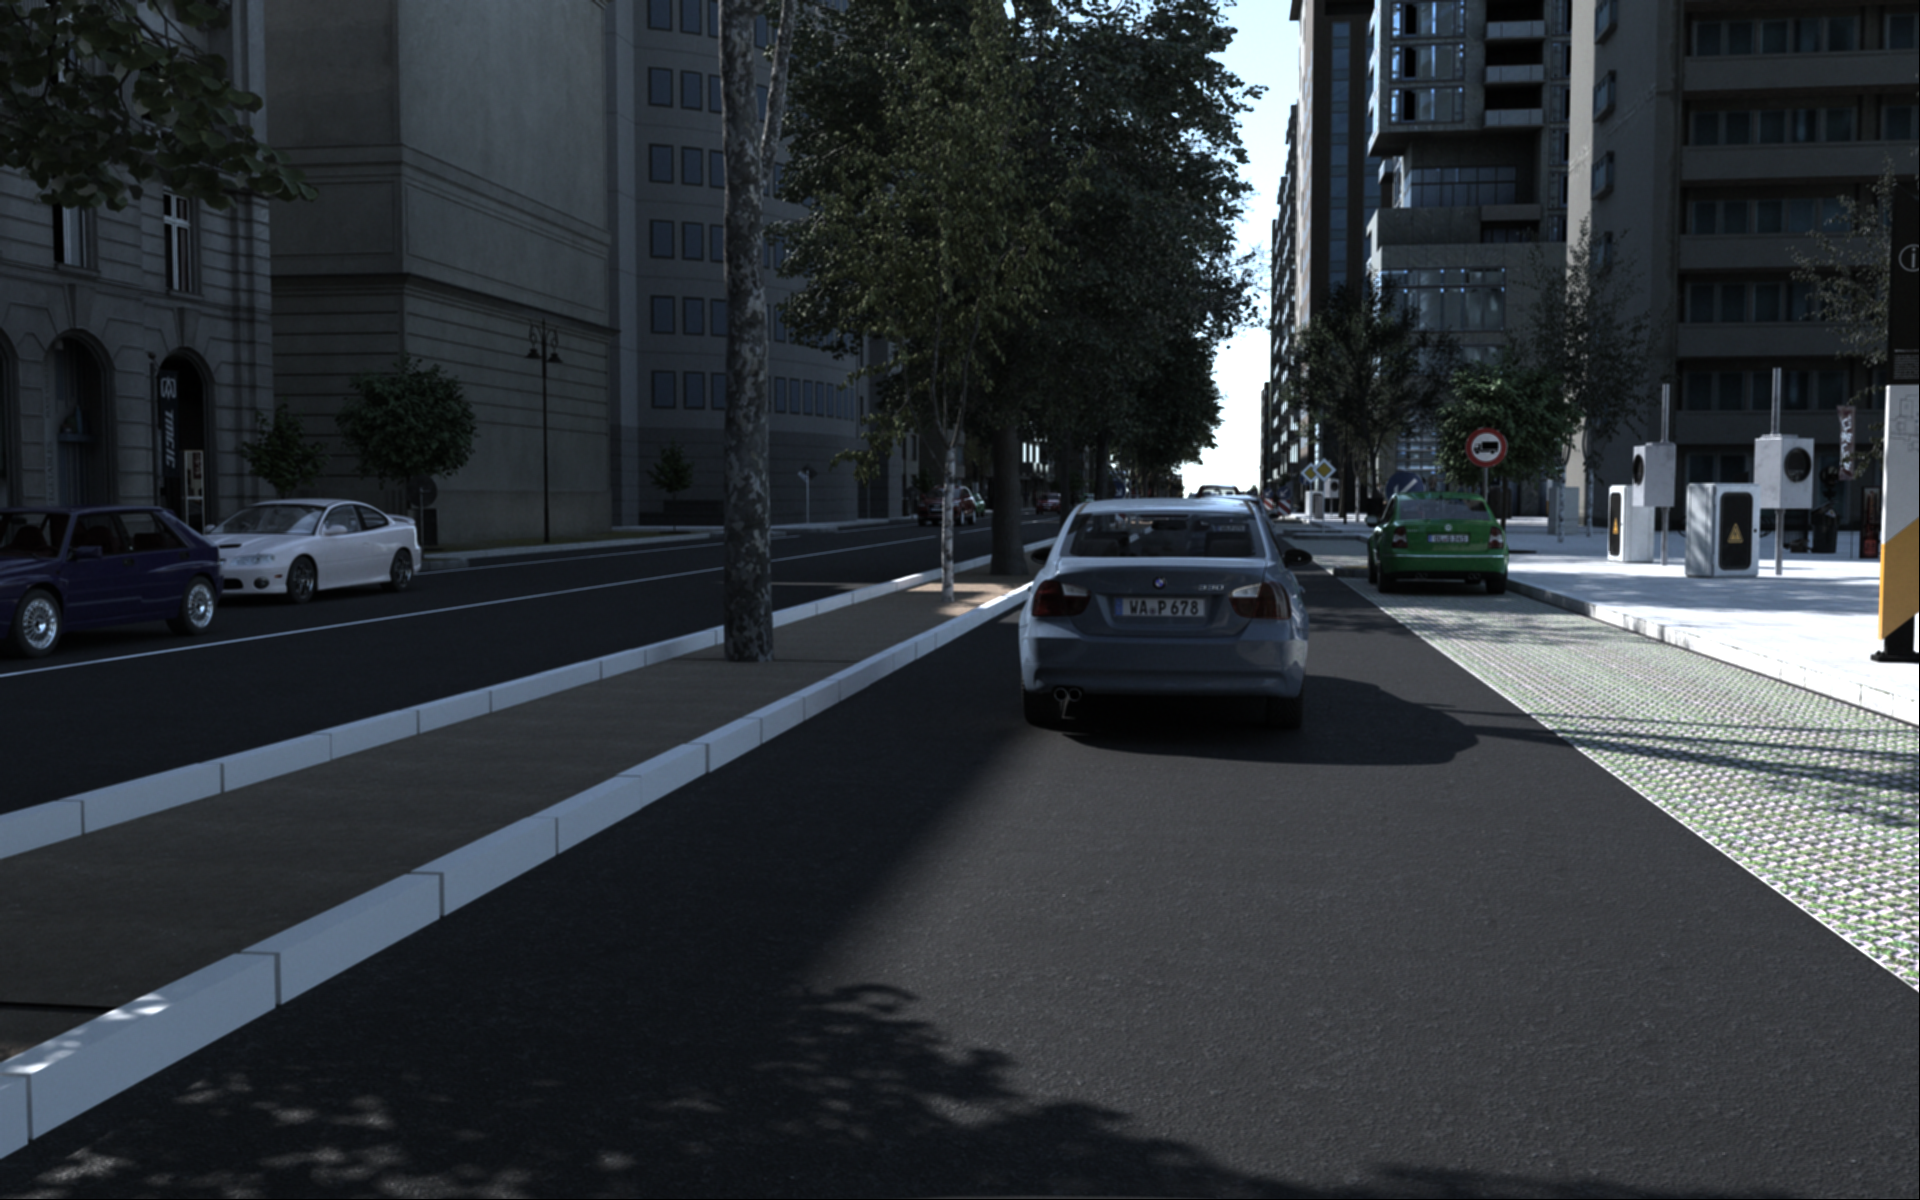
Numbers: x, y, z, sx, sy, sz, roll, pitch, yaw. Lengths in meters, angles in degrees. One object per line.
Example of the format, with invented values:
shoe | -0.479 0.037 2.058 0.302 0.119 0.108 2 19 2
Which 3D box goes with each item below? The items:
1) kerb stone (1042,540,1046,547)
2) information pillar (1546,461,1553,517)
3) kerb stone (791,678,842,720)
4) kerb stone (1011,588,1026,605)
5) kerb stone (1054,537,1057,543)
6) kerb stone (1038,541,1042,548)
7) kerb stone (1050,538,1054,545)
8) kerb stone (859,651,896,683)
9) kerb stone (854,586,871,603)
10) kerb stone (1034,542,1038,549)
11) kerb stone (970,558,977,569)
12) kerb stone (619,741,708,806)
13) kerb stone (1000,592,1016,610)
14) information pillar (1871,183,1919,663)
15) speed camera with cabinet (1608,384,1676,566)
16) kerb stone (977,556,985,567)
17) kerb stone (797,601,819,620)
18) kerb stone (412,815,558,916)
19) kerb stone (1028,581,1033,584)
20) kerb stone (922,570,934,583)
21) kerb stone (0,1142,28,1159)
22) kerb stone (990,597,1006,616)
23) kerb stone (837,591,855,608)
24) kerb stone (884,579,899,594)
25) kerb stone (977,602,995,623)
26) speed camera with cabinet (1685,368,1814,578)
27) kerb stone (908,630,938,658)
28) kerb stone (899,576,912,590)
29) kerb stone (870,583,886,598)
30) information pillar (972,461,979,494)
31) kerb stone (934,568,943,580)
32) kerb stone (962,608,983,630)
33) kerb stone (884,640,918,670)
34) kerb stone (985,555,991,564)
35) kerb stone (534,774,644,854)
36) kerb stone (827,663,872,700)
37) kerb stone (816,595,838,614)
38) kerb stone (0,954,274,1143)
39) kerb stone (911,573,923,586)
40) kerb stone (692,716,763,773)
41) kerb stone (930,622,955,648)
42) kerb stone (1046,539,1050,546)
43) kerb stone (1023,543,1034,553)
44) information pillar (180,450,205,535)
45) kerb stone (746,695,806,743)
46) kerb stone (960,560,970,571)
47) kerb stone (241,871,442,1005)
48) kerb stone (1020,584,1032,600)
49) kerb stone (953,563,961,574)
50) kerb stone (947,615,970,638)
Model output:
kerb stone | 2.129 -1.470 46.244 0.120 0.150 1.000 1 4 9
information pillar | 32.355 -6.341 95.026 0.504 3.616 0.183 -3 5 -45
kerb stone | -0.966 0.658 11.456 0.120 0.150 1.000 1 4 9
kerb stone | 0.707 -0.025 22.605 0.120 0.150 1.000 1 4 9
kerb stone | 2.581 -1.657 49.282 0.120 0.150 1.000 1 4 9
kerb stone | 1.977 -1.409 45.228 0.120 0.150 1.000 1 4 9
kerb stone | 2.433 -1.595 48.270 0.120 0.150 1.000 1 4 9
kerb stone | -0.670 0.534 13.482 0.120 0.150 1.000 1 4 9
kerb stone | -1.365 -0.046 22.945 0.120 0.150 1.000 1 4 9
kerb stone | 1.815 -1.347 44.217 0.120 0.150 1.000 1 4 9
kerb stone | 0.152 -0.665 33.071 0.120 0.150 1.000 1 4 9
kerb stone | -1.439 0.845 8.400 0.120 0.150 1.000 1 4 9
kerb stone | 0.553 0.037 21.593 0.120 0.150 1.000 1 4 9
information pillar | 7.273 -1.333 13.148 0.504 3.616 0.183 1 4 11
speed camera with cabinet | 12.541 -2.297 31.886 0.660 3.252 2.038 0 4 4
kerb stone | 0.311 -0.727 34.081 0.120 0.150 1.000 1 4 9
kerb stone | -1.825 0.143 19.903 0.120 0.150 1.000 1 4 9
kerb stone | -1.735 0.967 6.377 0.120 0.150 1.000 1 4 9
kerb stone | 1.003 -0.148 24.635 0.120 0.150 1.000 1 4 9
kerb stone | -0.605 -0.355 28.006 0.120 0.150 1.000 1 4 9
kerb stone | -2.187 1.154 3.328 0.120 0.150 1.000 1 4 9
kerb stone | 0.400 0.099 20.582 0.120 0.150 1.000 1 4 9
kerb stone | -1.527 0.020 21.932 0.120 0.150 1.000 1 4 9
kerb stone | -1.066 -0.168 24.972 0.120 0.150 1.000 1 4 9
kerb stone | 0.246 0.161 19.571 0.120 0.150 1.000 1 4 9
speed camera with cabinet | 12.240 -1.986 26.809 2.038 3.252 0.660 -1 4 -22
kerb stone | -0.361 0.409 15.507 0.120 0.150 1.000 1 4 9
kerb stone | -0.911 -0.227 25.982 0.120 0.150 1.000 1 4 9
kerb stone | -1.214 -0.108 23.960 0.120 0.150 1.000 1 4 9
information pillar | 1.100 -8.067 123.249 0.504 3.616 0.183 -1 4 -8
kerb stone | -0.453 -0.417 29.017 0.120 0.150 1.000 1 4 9
kerb stone | 0.096 0.225 18.560 0.120 0.150 1.000 1 4 9
kerb stone | -0.519 0.471 14.497 0.120 0.150 1.000 1 4 9
kerb stone | 0.452 -0.789 35.098 0.120 0.150 1.000 1 4 9
kerb stone | -1.583 0.909 7.388 0.120 0.150 1.000 1 4 9
kerb stone | -0.813 0.595 12.470 0.120 0.150 1.000 1 4 9
kerb stone | -1.667 0.079 20.919 0.120 0.150 1.000 1 4 9
kerb stone | -2.042 1.093 4.341 0.120 0.150 1.000 1 4 9
kerb stone | -0.760 -0.293 26.996 0.120 0.150 1.000 1 4 9
kerb stone | -1.273 0.782 9.409 0.120 0.150 1.000 1 4 9
kerb stone | -0.204 0.347 16.528 0.120 0.150 1.000 1 4 9
kerb stone | 2.283 -1.533 47.258 0.120 0.150 1.000 1 4 9
kerb stone | 1.679 -1.285 43.203 0.120 0.150 1.000 1 4 9
information pillar | -12.891 -1.506 29.113 0.304 2.012 0.304 -3 4 -36
kerb stone | -1.120 0.719 10.434 0.120 0.150 1.000 1 4 9
kerb stone | -0.001 -0.603 32.061 0.120 0.150 1.000 1 4 9
kerb stone | -1.889 1.032 5.357 0.120 0.150 1.000 1 4 9
kerb stone | 0.863 -0.087 23.615 0.120 0.150 1.000 1 4 9
kerb stone | -0.158 -0.541 31.045 0.120 0.150 1.000 1 4 9
kerb stone | -0.053 0.284 17.548 0.120 0.150 1.000 1 4 9
